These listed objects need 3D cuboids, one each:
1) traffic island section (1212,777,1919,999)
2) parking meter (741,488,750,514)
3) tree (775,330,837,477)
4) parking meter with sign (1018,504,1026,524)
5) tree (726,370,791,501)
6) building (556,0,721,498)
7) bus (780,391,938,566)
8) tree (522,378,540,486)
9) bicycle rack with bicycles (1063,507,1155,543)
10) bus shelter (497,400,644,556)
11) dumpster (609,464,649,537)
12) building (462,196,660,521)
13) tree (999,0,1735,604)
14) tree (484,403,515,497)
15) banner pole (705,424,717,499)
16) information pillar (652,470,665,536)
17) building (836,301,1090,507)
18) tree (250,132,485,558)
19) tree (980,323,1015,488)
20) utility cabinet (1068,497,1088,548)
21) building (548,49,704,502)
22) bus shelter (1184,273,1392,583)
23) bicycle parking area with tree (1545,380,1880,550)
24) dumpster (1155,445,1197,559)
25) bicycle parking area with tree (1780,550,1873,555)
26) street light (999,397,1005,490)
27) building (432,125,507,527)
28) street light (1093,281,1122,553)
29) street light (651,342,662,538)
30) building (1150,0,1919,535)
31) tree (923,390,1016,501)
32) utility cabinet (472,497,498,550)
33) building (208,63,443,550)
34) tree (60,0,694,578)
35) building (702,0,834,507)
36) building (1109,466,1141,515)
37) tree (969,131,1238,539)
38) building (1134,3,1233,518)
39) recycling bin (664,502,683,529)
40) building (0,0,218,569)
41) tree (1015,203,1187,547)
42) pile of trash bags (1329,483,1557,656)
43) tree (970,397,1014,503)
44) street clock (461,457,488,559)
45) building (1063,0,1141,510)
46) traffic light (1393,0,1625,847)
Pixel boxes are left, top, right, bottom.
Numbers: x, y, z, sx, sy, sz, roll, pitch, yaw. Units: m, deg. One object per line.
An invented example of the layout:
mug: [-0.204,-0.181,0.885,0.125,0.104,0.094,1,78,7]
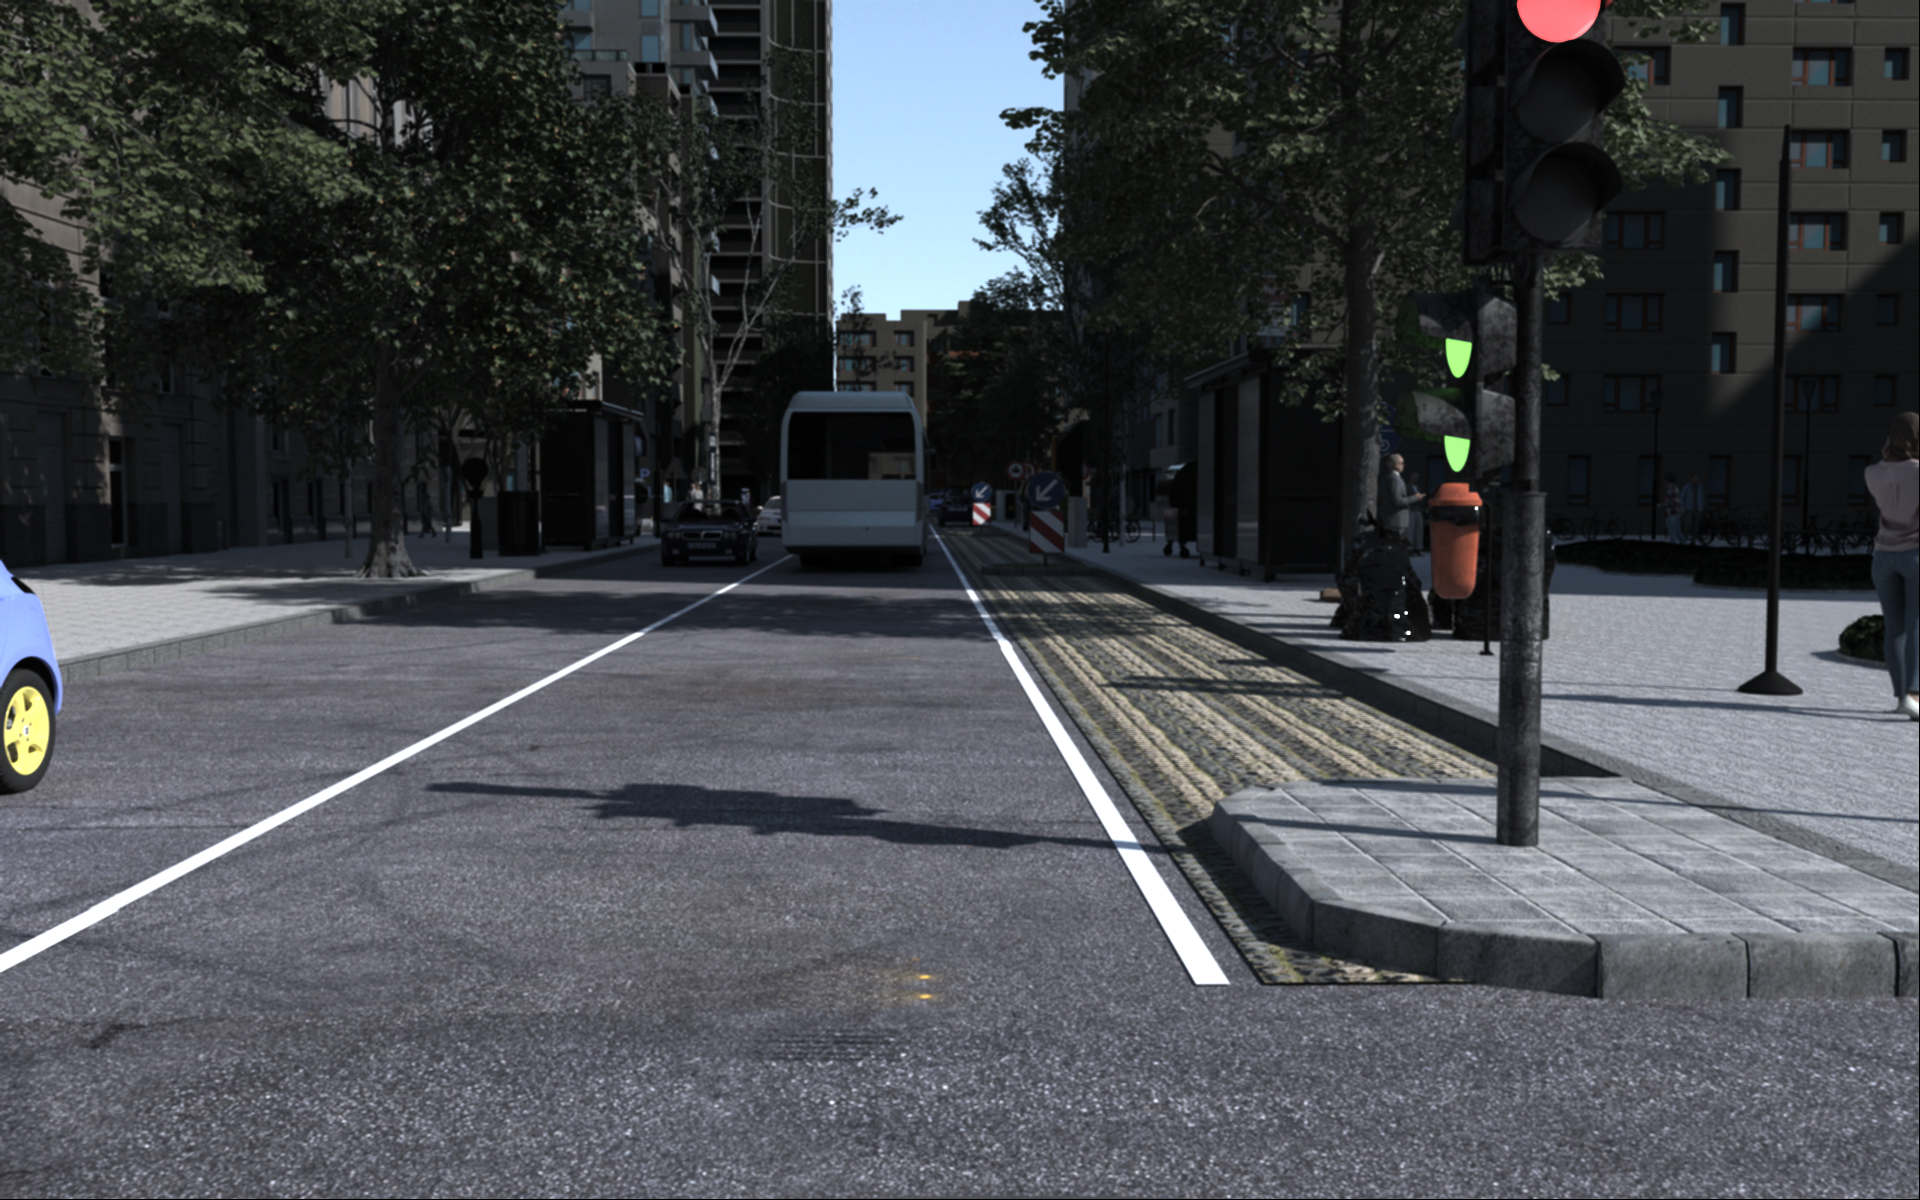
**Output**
traffic island section: [2.070,0.973,6.366,2.009,0.180,2.903,0,4,-2]
parking meter: [-9.545,-4.199,77.071,0.372,1.533,0.369,0,3,0]
tree: [-12.030,-12.513,121.599,9.611,12.733,9.660,0,3,0]
parking meter with sign: [3.326,-4.726,73.535,1.738,3.016,0.543,-2,4,-25]
tree: [-11.407,-9.259,101.750,4.360,8.622,3.978,0,3,0]
building: [-34.805,-31.605,136.346,30.456,49.044,23.786,0,4,-2]
bus: [-1.989,-2.616,37.636,2.948,3.499,13.247,0,4,0]
tree: [-13.682,-5.804,45.264,4.737,8.622,4.395,0,3,0]
bicycle rack with bicycles: [3.975,-2.032,46.607,2.852,0.926,2.925,-2,4,-33]
bus shelter: [-9.025,-3.802,39.801,2.179,5.291,8.768,0,4,-2]
dumpster: [-10.174,-3.009,51.683,1.502,2.255,1.985,0,4,-2]
building: [-32.534,-15.291,95.044,27.650,21.520,28.899,0,4,-2]
tree: [3.866,-6.058,17.176,7.486,12.596,7.792,0,3,0]
tree: [-13.486,-5.526,40.720,4.737,8.622,4.395,0,3,0]
banner pole: [-8.931,-4.404,62.025,0.401,3.779,0.863,2,4,24]
information pillar: [-9.254,-2.976,53.150,0.304,2.012,0.304,0,4,4]
building: [1.721,-20.891,186.600,28.899,21.520,27.650,0,4,-2]
tree: [-12.521,-5.149,34.555,4.737,8.622,4.395,0,3,0]
tree: [2.527,-7.300,69.716,4.360,8.622,3.978,0,3,0]
utility cabinet: [2.838,-1.873,41.786,0.306,1.237,1.020,0,4,-7]
building: [-25.207,-21.086,116.450,14.160,30.474,14.107,0,4,-2]
bus shelter: [5.091,-3.153,29.190,2.179,5.291,8.768,0,4,-1]
bicycle parking area with tree: [20.248,-3.611,46.038,9.016,4.147,8.231,0,4,-8]
dumpster: [4.844,-1.996,35.132,1.502,2.255,1.985,0,4,-2]
bicycle parking area with tree: [19.329,-2.737,31.749,8.231,4.147,9.016,-1,4,-17]
street light: [1.955,-6.599,80.686,0.468,5.910,1.993,0,4,-2]
building: [-26.536,-12.188,66.720,16.820,18.784,16.811,0,4,-2]
street light: [3.195,-3.970,37.702,0.468,5.910,1.993,0,4,-2]
street light: [-8.788,-4.735,50.209,0.468,5.910,1.993,0,4,-2]
building: [23.263,-13.623,67.769,27.650,21.520,28.899,0,4,-2]
tree: [1.029,-12.800,143.699,8.767,10.594,7.601,0,4,0]
utility cabinet: [-10.767,-1.761,39.948,1.020,1.237,0.306,2,4,30]
building: [-23.416,-16.018,47.794,13.634,28.700,20.117,0,4,-2]
tree: [-8.725,-6.691,26.409,9.611,12.733,9.660,0,3,0]
building: [-24.001,-45.438,181.169,20.611,71.187,20.563,0,4,-2]
building: [26.305,-25.602,110.479,32.217,40.220,23.993,0,4,-2]
tree: [4.055,-7.575,49.608,9.928,11.665,9.643,0,3,0]
building: [17.045,-26.947,90.689,14.600,45.320,14.200,0,4,-2]
recycling bin: [-8.747,-2.527,53.877,0.722,1.027,0.722,2,4,29]
building: [-21.745,-13.948,25.306,12.463,27.353,25.104,0,4,-2]
tree: [3.737,-5.615,42.161,4.360,8.622,3.978,0,3,0]
pile of trash bags: [4.255,-0.336,15.242,1.912,1.369,3.447,1,4,11]
tree: [2.113,-10.292,118.631,4.737,8.622,4.395,0,3,0]
street clock: [-9.606,-1.821,34.342,0.471,2.002,0.358,-3,4,-38]
building: [22.613,-33.423,135.698,28.713,52.752,27.495,0,4,-2]
traffic light: [2.029,-1.060,6.251,0.839,4.253,0.868,0,4,-2]
